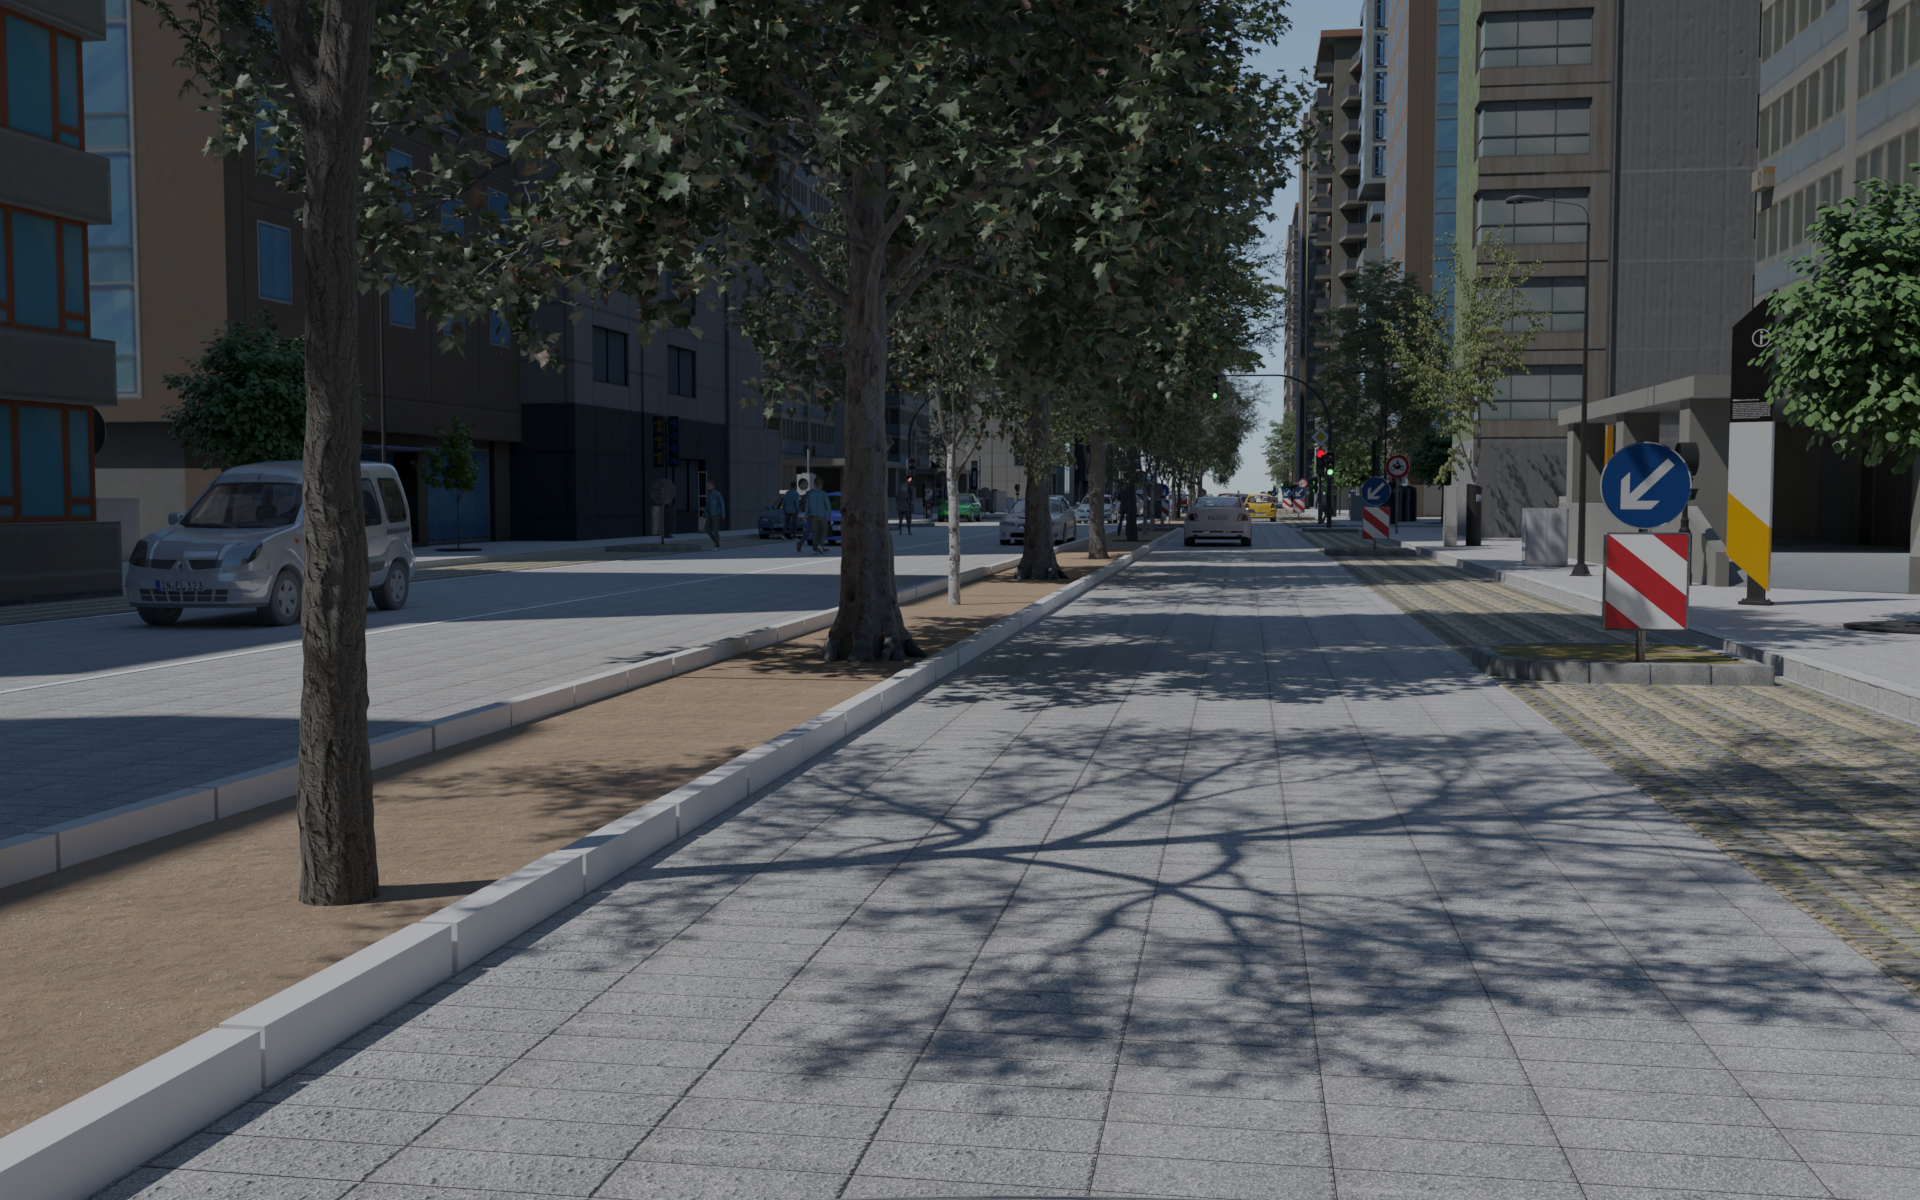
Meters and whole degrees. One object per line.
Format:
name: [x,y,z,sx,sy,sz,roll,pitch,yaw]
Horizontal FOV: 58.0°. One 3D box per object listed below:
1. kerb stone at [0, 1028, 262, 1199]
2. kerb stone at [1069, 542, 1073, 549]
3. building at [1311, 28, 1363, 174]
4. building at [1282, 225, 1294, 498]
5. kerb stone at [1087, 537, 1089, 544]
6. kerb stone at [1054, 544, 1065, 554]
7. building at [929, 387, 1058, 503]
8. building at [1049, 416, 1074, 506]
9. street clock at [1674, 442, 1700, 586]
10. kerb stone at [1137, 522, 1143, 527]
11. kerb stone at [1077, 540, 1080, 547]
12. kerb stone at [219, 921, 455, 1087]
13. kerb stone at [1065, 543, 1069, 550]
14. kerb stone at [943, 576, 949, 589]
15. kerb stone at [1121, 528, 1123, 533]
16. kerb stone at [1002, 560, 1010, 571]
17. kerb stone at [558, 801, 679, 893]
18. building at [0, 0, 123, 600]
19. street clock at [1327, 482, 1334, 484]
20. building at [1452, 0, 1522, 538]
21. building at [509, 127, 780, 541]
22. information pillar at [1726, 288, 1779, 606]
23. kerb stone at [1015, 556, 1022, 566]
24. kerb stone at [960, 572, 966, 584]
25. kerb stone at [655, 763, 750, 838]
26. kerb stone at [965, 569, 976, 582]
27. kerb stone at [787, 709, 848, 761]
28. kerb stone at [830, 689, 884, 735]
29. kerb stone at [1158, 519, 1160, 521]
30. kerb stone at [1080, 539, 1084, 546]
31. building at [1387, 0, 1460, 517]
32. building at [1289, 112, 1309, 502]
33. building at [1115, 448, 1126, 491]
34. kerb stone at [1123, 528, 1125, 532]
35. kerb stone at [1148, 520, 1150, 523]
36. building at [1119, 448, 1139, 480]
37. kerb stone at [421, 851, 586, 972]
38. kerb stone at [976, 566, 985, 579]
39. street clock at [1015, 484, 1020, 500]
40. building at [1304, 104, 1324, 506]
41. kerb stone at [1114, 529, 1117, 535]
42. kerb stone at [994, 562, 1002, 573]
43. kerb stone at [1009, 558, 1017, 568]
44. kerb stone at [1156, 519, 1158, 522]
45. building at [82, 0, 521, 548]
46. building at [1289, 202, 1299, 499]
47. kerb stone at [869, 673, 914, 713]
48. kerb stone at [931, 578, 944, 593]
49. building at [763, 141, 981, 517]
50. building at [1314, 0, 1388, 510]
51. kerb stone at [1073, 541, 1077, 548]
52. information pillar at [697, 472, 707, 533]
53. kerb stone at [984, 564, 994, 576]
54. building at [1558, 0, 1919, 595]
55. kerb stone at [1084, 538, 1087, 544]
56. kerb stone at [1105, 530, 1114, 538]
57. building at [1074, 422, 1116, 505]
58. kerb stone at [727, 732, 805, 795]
kerb stone: [-1.816,1.136,3.670,0.120,0.150,1.000,1,4,9]
kerb stone: [2.736,-1.363,44.479,0.120,0.150,1.000,1,4,9]
building: [44.171,-31.025,161.878,22.147,44.769,28.867,1,4,9]
building: [65.603,-40.844,291.495,21.300,48.544,21.600,1,4,9]
kerb stone: [3.563,-1.673,49.553,0.120,0.150,1.000,1,4,9]
kerb stone: [2.400,-1.238,42.452,0.120,0.150,1.000,1,4,9]
building: [-1.453,-44.259,161.882,20.563,71.187,20.611,1,4,9]
building: [1.848,-53.488,187.201,22.319,86.520,31.000,1,4,9]
street clock: [10.150,-1.203,24.247,0.358,2.002,0.471,0,4,8]
kerb stone: [8.124,-3.377,77.427,0.120,0.150,1.000,1,4,9]
kerb stone: [3.055,-1.487,46.514,0.120,0.150,1.000,1,4,9]
kerb stone: [-1.654,1.071,4.680,0.120,0.150,1.000,1,4,9]
kerb stone: [2.567,-1.300,43.465,0.120,0.150,1.000,1,4,9]
kerb stone: [-0.251,-0.250,26.282,0.120,0.150,1.000,1,4,9]
kerb stone: [5.715,-2.478,62.706,0.120,0.150,1.000,1,4,9]
kerb stone: [0.752,-0.619,32.341,0.120,0.150,1.000,1,4,9]
kerb stone: [-1.319,0.953,6.711,0.120,0.150,1.000,1,4,9]
building: [-27.707,-10.187,11.605,27.650,21.520,28.899,1,4,9]
street clock: [21.535,-5.878,100.668,0.471,2.002,0.358,-3,5,-41]
building: [22.983,-22.715,54.986,14.154,41.232,14.086,1,4,9]
building: [-18.786,-37.814,56.513,20.611,71.187,20.563,1,4,9]
information pillar: [9.140,-1.750,19.965,0.504,3.616,0.183,3,5,43]
kerb stone: [1.079,-0.741,34.367,0.120,0.150,1.000,1,4,9]
kerb stone: [-0.082,-0.312,27.290,0.120,0.150,1.000,1,4,9]
kerb stone: [-1.147,0.889,7.719,0.120,0.150,1.000,1,4,9]
kerb stone: [0.082,-0.373,28.299,0.120,0.150,1.000,1,4,9]
kerb stone: [-0.819,0.766,9.740,0.120,0.150,1.000,1,4,9]
kerb stone: [-0.652,0.700,10.748,0.120,0.150,1.000,1,4,9]
kerb stone: [10.766,-4.365,93.590,0.120,0.150,1.000,1,4,9]
kerb stone: [3.228,-1.549,47.529,0.120,0.150,1.000,1,4,9]
building: [32.151,-27.487,99.528,14.600,45.320,14.200,1,4,9]
building: [45.851,-33.522,198.192,14.600,45.320,14.200,1,4,9]
building: [13.908,-39.477,265.051,23.786,49.044,30.456,1,4,9]
kerb stone: [5.882,-2.540,63.720,0.120,0.150,1.000,1,4,9]
kerb stone: [8.622,-3.560,80.452,0.120,0.150,1.000,1,4,9]
building: [19.091,-40.802,290.821,21.300,48.544,21.600,1,4,9]
kerb stone: [-1.484,1.010,5.689,0.120,0.150,1.000,1,4,9]
kerb stone: [0.249,-0.435,29.307,0.120,0.150,1.000,1,4,9]
street clock: [4.198,-7.468,126.678,0.358,2.002,0.471,2,4,30]
building: [43.797,-30.596,183.838,14.154,41.232,14.086,1,4,9]
kerb stone: [5.221,-2.292,59.675,0.120,0.150,1.000,1,4,9]
kerb stone: [0.591,-0.557,31.332,0.120,0.150,1.000,1,4,9]
kerb stone: [0.918,-0.678,33.354,0.120,0.150,1.000,1,4,9]
kerb stone: [9.780,-3.995,87.519,0.120,0.150,1.000,1,4,9]
building: [-19.806,-23.872,40.425,14.600,45.320,14.200,1,4,9]
building: [59.452,-36.570,252.540,22.147,44.769,28.867,1,4,9]
kerb stone: [-0.484,0.638,11.761,0.120,0.150,1.000,1,4,9]
kerb stone: [-0.414,-0.188,25.272,0.120,0.150,1.000,1,4,9]
building: [-15.286,-26.330,122.372,32.217,40.220,23.993,1,4,9]
building: [38.739,-49.876,128.144,22.319,86.520,31.000,1,4,9]
kerb stone: [2.903,-1.425,45.487,0.120,0.150,1.000,1,4,9]
information pillar: [-8.424,-3.187,56.597,0.304,2.012,0.304,-1,4,-15]
kerb stone: [0.413,-0.497,30.324,0.120,0.150,1.000,1,4,9]
building: [27.447,-20.493,26.943,32.217,40.220,23.993,1,4,9]
kerb stone: [3.396,-1.607,48.538,0.120,0.150,1.000,1,4,9]
kerb stone: [5.049,-2.228,58.664,0.120,0.150,1.000,1,4,9]
building: [14.260,-28.784,242.316,14.160,30.474,14.107,1,4,9]
kerb stone: [-0.979,0.824,8.730,0.120,0.150,1.000,1,4,9]
